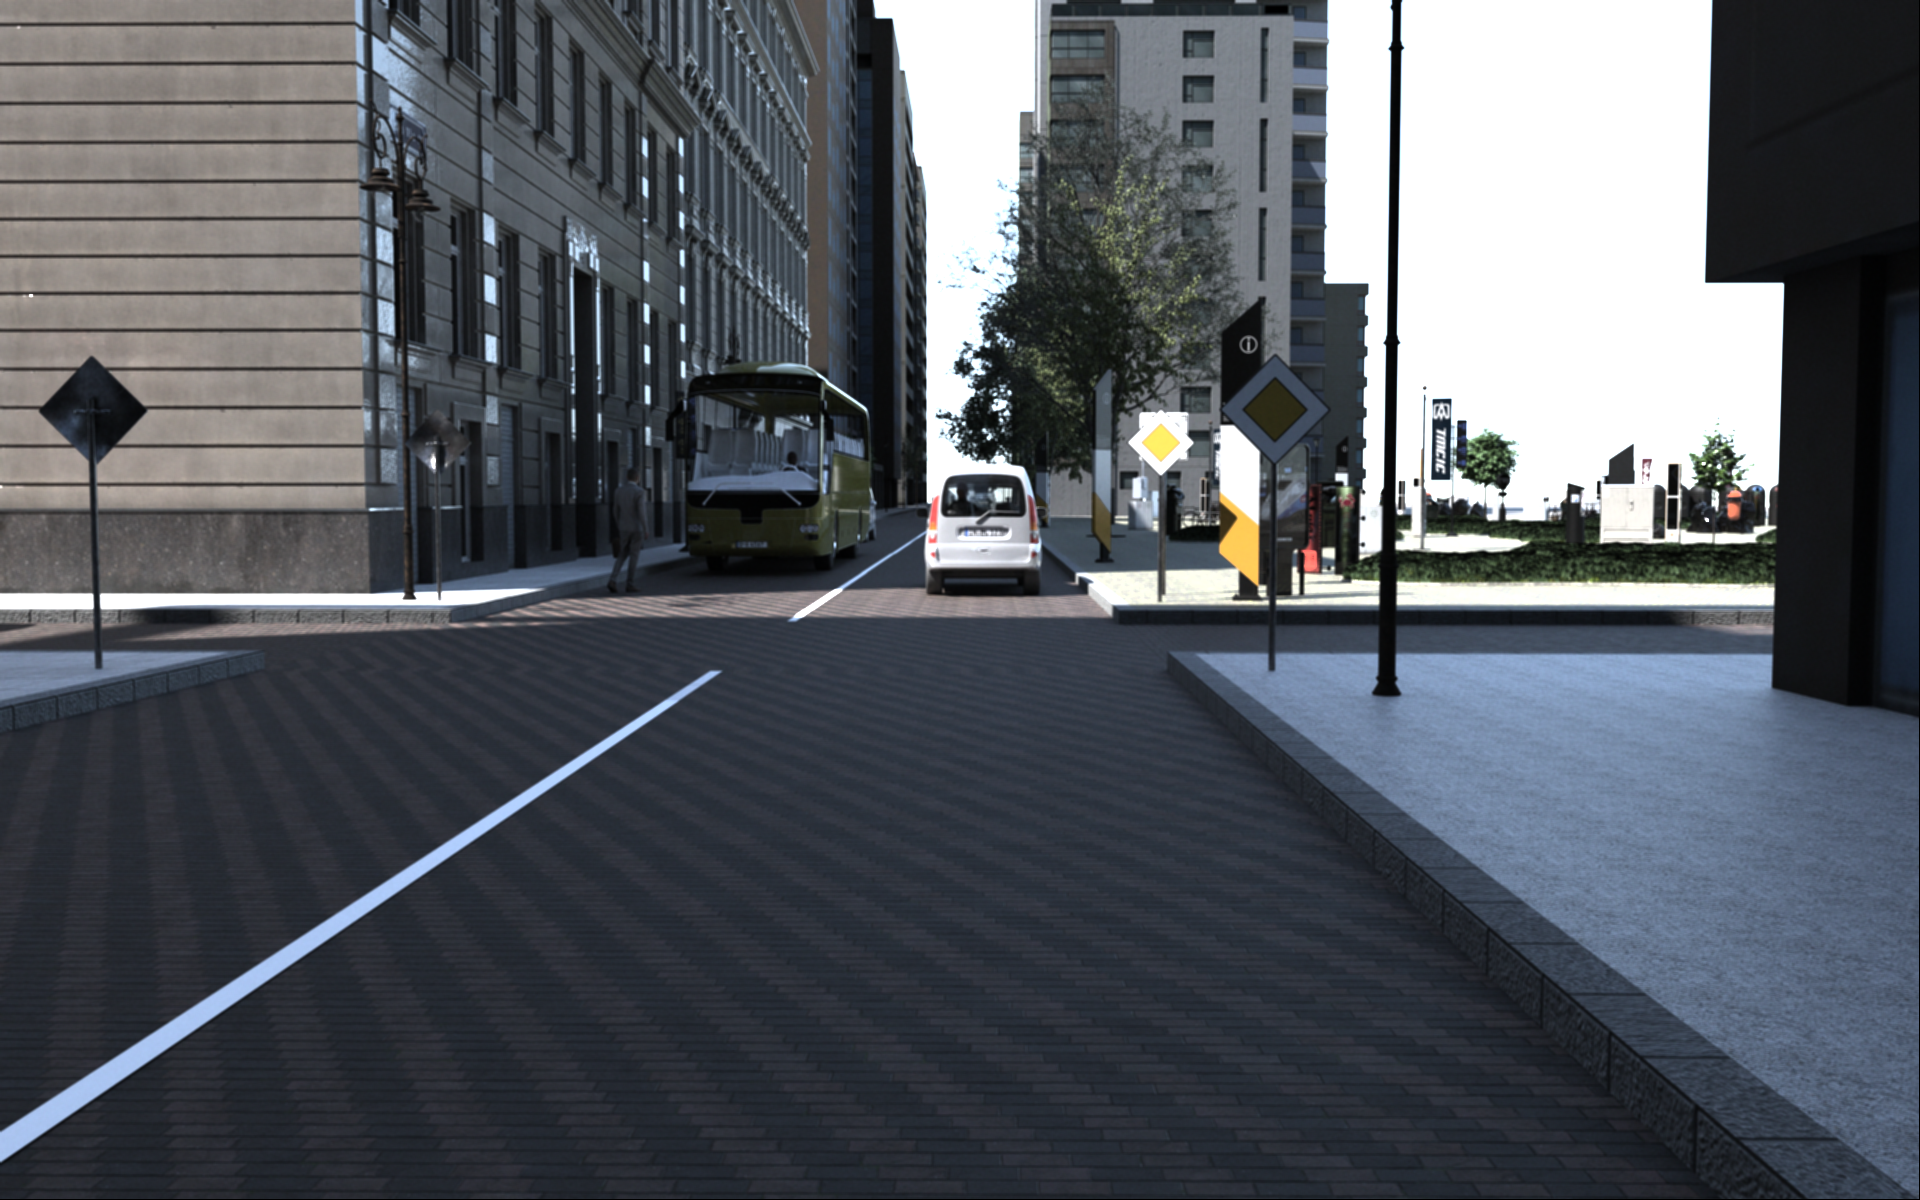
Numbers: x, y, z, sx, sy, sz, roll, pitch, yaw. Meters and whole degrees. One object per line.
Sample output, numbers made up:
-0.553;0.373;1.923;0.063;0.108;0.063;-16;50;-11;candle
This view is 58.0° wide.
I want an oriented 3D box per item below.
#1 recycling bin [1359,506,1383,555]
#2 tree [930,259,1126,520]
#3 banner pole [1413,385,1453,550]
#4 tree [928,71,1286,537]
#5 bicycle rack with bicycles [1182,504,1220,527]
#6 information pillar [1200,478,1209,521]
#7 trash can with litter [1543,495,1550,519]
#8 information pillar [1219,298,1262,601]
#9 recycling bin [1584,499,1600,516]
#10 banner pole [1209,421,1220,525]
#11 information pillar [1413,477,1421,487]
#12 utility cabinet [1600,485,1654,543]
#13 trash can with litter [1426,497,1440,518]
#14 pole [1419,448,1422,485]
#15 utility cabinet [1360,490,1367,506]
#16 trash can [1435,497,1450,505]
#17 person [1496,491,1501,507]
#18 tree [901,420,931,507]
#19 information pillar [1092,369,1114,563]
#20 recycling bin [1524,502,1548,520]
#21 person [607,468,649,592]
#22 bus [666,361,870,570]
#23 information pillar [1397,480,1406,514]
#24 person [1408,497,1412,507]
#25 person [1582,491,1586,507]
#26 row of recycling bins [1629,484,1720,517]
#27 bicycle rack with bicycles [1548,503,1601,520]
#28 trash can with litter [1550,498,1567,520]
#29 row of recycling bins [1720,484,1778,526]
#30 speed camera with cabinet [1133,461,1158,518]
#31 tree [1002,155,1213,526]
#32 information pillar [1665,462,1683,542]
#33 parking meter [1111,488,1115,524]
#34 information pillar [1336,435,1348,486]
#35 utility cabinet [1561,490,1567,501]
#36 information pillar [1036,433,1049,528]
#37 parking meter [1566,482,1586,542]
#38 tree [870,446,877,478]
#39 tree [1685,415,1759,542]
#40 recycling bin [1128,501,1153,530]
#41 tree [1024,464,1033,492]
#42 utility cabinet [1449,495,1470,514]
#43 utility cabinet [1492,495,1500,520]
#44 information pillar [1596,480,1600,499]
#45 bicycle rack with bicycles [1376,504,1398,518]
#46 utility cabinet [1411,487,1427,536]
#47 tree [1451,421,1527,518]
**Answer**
8.652;-1.497;37.029;0.722;1.027;0.722;1;4;9;recycling bin
3.696;-10.223;84.158;9.611;12.733;9.660;0;3;0;tree
10.871;-3.042;39.750;0.863;3.779;0.401;2;4;26;banner pole
4.243;-8.627;51.418;12.009;13.543;11.850;0;3;0;tree
9.647;-3.116;64.326;2.925;0.926;2.852;2;4;25;bicycle rack with bicycles
11.478;-4.687;81.124;0.304;2.012;0.304;-3;5;-42;information pillar
30.036;-4.731;88.416;1.678;1.210;2.233;-1;4;-13;trash can with litter
3.383;-1.802;20.825;0.504;3.616;0.183;0;4;8;information pillar
30.186;-4.280;82.525;0.722;1.027;0.722;0;4;5;recycling bin
8.646;-4.208;58.824;0.401;3.779;0.863;-2;4;-31;banner pole
20.148;-4.401;76.449;0.304;2.012;0.304;2;4;25;information pillar
15.970;-2.005;41.464;1.173;1.500;0.318;2;4;24;utility cabinet
19.139;-3.538;69.241;1.055;1.170;0.624;1;4;16;trash can with litter
20.580;-5.102;77.257;0.158;3.312;0.155;0;3;0;pole
21.854;-5.215;93.942;0.318;1.500;1.173;0;4;7;utility cabinet
23.467;-4.438;84.208;0.748;1.137;0.748;0;3;0;trash can
54.118;-10.081;174.037;1.217;1.735;0.721;3;5;40;person
-5.165;-13.604;172.782;4.360;8.622;3.978;0;3;0;tree
2.662;-2.512;32.424;0.183;3.616;0.504;3;5;43;information pillar
19.417;-2.804;58.396;0.722;1.027;0.722;2;4;24;recycling bin
-4.820;-1.023;25.348;0.709;1.813;0.853;1;4;22;person
-3.522;-2.708;35.818;2.896;3.916;12.252;0;4;1;bus
22.763;-5.185;89.263;0.304;2.012;0.304;-3;5;-43;information pillar
45.631;-9.952;174.441;0.991;1.433;0.599;0;4;-4;person
63.517;-10.235;176.505;0.621;1.740;0.551;0;4;-2;person
28.306;-3.803;69.291;3.534;1.692;1.069;0;4;-1;row of recycling bins
25.749;-3.609;72.388;2.925;0.926;2.852;-3;5;-40;bicycle rack with bicycles
28.694;-4.358;82.633;1.055;1.170;0.624;3;5;43;trash can with litter
32.745;-3.866;70.320;3.534;1.692;1.069;1;4;14;row of recycling bins
10.195;-6.122;94.435;0.660;3.252;2.038;3;4;39;speed camera with cabinet
3.402;-5.408;38.777;4.737;8.622;4.395;0;3;0;tree
16.602;-2.189;40.290;0.304;2.012;0.304;2;4;31;information pillar
6.369;-3.968;73.291;0.372;1.533;0.369;0;3;0;parking meter
15.169;-4.734;68.758;0.504;3.616;0.183;-1;4;-9;information pillar
33.521;-5.273;94.894;0.318;1.500;1.173;-2;4;-29;utility cabinet
3.149;-4.581;66.259;0.504;3.616;0.183;2;4;31;information pillar
12.995;-1.722;36.567;0.372;1.533;0.369;0;3;0;parking meter
-6.048;-6.700;93.261;4.285;4.588;4.351;0;3;0;tree
18.564;-2.914;42.245;1.663;3.219;1.824;0;3;0;tree
6.527;-3.059;62.565;0.722;1.027;0.722;-1;4;-15;recycling bin
3.985;-6.930;107.900;1.663;3.219;1.824;0;3;0;tree
25.832;-4.799;89.625;1.020;1.237;0.306;3;5;40;utility cabinet
26.041;-4.460;84.089;0.306;1.237;1.020;1;4;21;utility cabinet
32.981;-5.185;89.261;0.304;2.012;0.304;-2;4;-33;information pillar
14.983;-3.170;65.208;2.925;0.926;2.852;-2;4;-26;bicycle rack with bicycles
13.837;-2.659;52.147;0.318;1.500;1.173;1;4;22;utility cabinet
23.578;-5.725;77.315;4.285;4.588;4.351;0;3;0;tree
